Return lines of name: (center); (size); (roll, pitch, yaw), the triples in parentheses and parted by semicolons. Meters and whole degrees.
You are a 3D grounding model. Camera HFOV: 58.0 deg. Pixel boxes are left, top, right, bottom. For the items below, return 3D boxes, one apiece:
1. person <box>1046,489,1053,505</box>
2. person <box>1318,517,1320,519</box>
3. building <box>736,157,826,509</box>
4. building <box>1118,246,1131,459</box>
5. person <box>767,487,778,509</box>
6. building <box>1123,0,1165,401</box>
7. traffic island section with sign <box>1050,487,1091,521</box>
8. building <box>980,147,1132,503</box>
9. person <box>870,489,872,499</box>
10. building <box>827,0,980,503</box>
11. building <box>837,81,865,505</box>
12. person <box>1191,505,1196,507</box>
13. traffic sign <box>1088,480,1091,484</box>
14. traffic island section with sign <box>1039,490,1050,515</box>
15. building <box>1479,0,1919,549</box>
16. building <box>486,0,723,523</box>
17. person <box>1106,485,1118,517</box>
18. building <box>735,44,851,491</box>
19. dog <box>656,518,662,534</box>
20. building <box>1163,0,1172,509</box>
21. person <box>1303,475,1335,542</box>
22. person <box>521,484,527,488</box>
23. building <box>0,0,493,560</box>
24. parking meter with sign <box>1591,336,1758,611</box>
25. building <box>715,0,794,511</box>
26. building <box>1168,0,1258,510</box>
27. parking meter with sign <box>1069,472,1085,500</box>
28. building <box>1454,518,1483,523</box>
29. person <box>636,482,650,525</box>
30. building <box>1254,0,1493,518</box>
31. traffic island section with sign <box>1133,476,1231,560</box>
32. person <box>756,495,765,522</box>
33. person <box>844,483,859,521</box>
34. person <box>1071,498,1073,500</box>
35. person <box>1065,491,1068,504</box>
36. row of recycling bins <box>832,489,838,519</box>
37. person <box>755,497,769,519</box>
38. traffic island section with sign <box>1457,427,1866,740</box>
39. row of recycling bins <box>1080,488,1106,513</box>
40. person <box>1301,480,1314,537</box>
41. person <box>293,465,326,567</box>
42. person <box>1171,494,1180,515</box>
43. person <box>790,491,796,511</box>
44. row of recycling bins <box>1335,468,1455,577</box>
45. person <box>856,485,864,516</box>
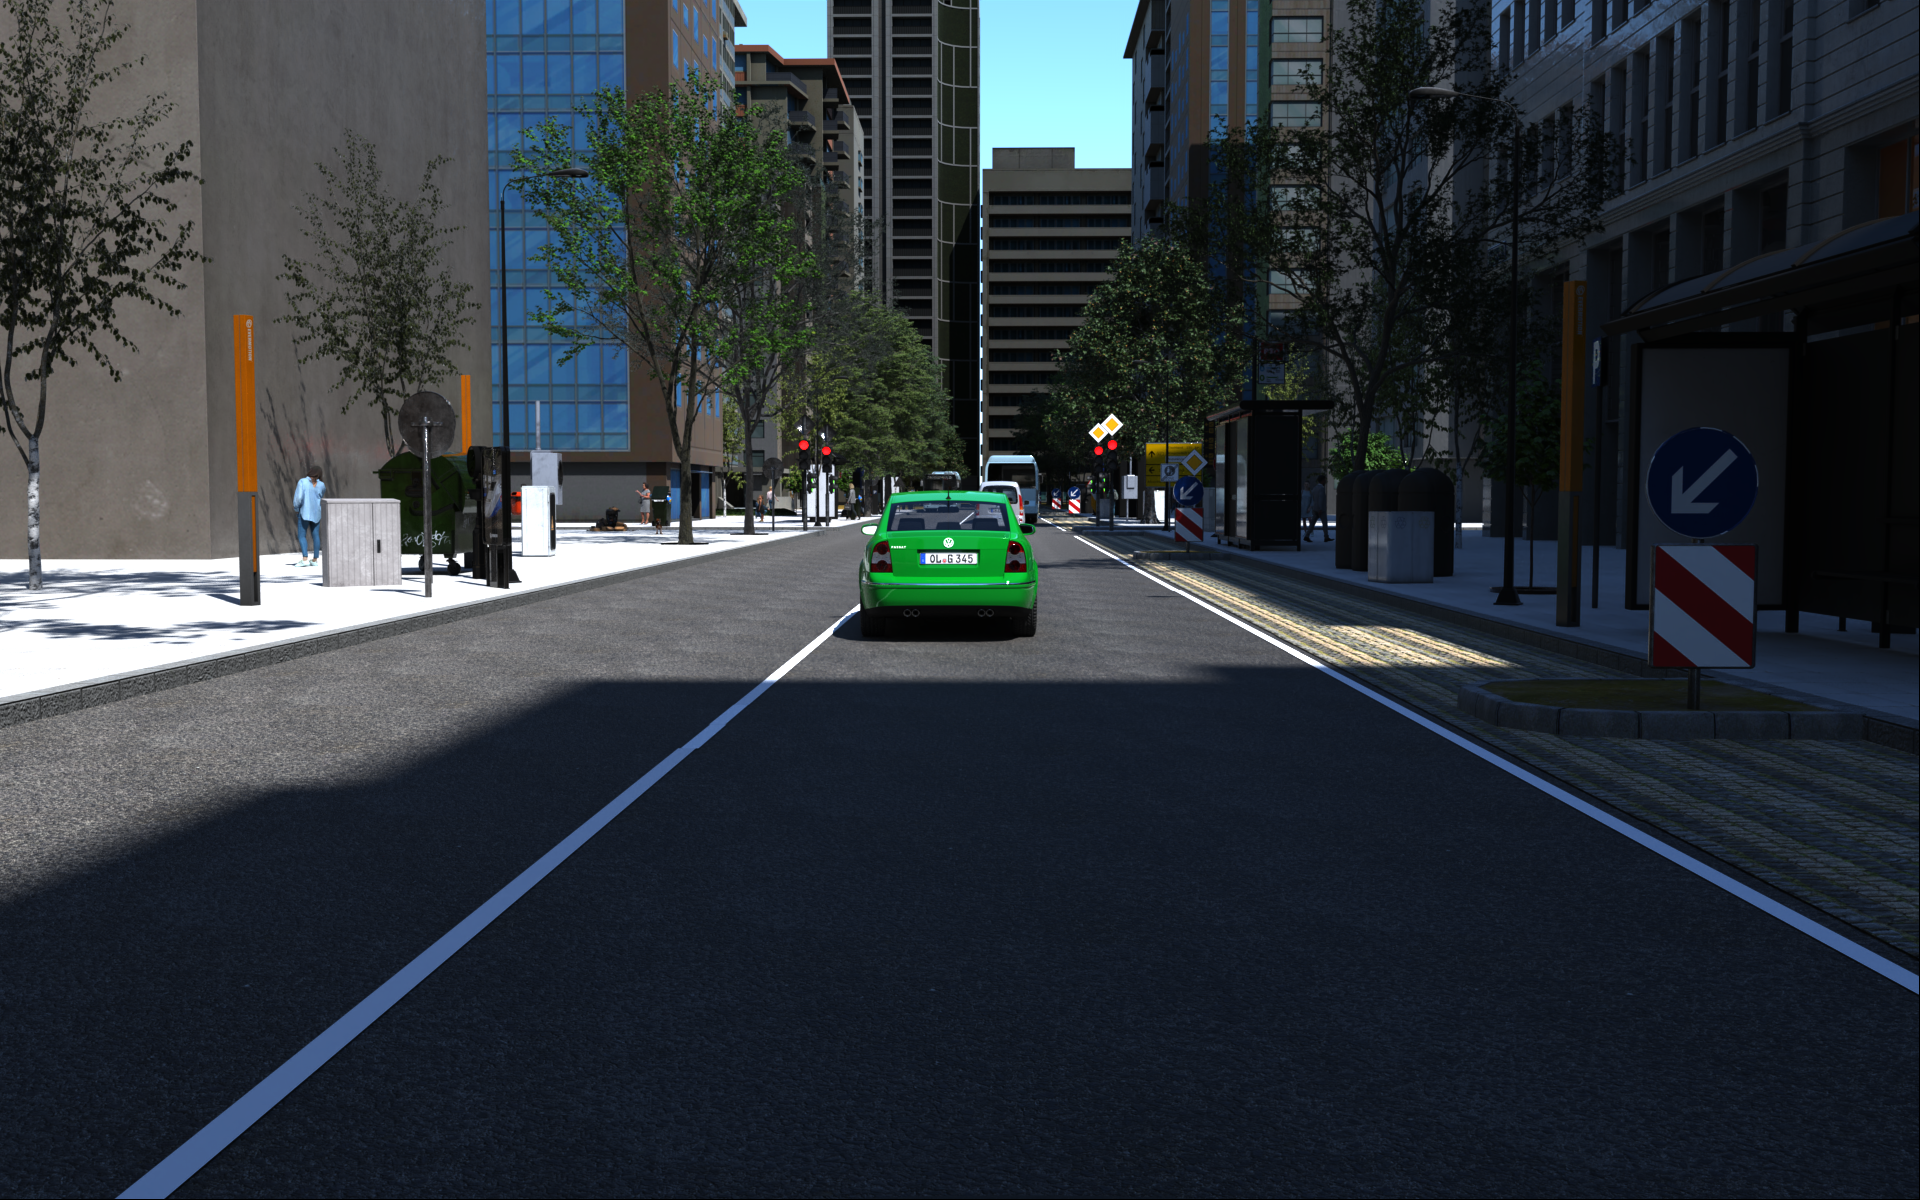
person: (10.410, -11.747, 198.072); (1.348, 1.831, 0.705); (3, 4, 38)
person: (18.837, -5.158, 90.710); (0.599, 1.781, 0.374); (-1, 4, -23)
building: (-19.248, -23.192, 150.886); (14.160, 30.474, 14.107); (0, 4, 1)
building: (25.451, -26.341, 202.379); (14.160, 30.474, 14.107); (0, 4, 1)
person: (-11.255, -5.947, 103.955); (0.731, 1.740, 0.598); (0, 4, -1)
building: (32.220, -36.141, 180.145); (28.713, 52.752, 27.495); (0, 4, 1)
traffic island section with sign: (5.992, -5.159, 92.983); (1.989, 1.847, 2.006); (0, 4, 1)
building: (13.739, -37.987, 244.794); (21.600, 48.544, 21.300); (0, 4, 1)
person: (-8.305, -9.634, 164.380); (1.217, 1.723, 0.721); (3, 4, 38)
building: (-7.533, -49.284, 244.046); (20.611, 71.187, 20.563); (0, 4, 1)
building: (-22.389, -35.299, 200.848); (21.600, 48.544, 21.300); (0, 4, 1)
person: (15.510, -6.537, 114.730); (0.589, 1.601, 0.330); (0, 4, 3)
traffic sign: (9.235, -7.385, 120.753); (0.884, 2.594, 0.081); (1, 4, 11)
traffic island section with sign: (6.547, -6.813, 120.015); (1.989, 1.847, 2.006); (0, 4, 1)
building: (20.850, -15.848, 36.610); (11.434, 29.767, 29.804); (0, 4, 1)
building: (-19.418, -26.433, 82.295); (14.600, 45.320, 14.200); (0, 4, 1)
person: (8.123, -5.335, 93.255); (0.794, 1.824, 0.713); (0, 4, 3)
building: (-22.544, -31.660, 172.264); (22.147, 44.769, 28.867); (0, 4, 1)
dog: (-9.597, -2.343, 55.140); (0.540, 0.507, 0.406); (3, 4, 36)
building: (27.379, -43.879, 155.670); (20.563, 71.187, 20.611); (0, 4, 1)
person: (9.557, -2.434, 46.119); (0.850, 1.792, 0.678); (-1, 4, -17)
person: (-18.303, -4.049, 73.088); (0.643, 1.720, 0.563); (-2, 4, -35)
building: (-31.446, -14.586, 42.993); (34.151, 26.468, 19.350); (0, 4, 1)
parking meter with sign: (7.947, -1.404, 19.224); (1.738, 3.016, 0.543); (1, 4, 11)
building: (-27.973, -25.871, 114.869); (32.217, 40.220, 23.993); (0, 4, 1)
building: (23.850, -29.614, 134.307); (14.600, 45.320, 14.200); (0, 4, 1)
parking meter with sign: (9.319, -8.399, 133.586); (1.738, 3.016, 0.543); (0, 4, -1)
building: (27.429, -24.212, 79.461); (14.086, 41.232, 14.154); (0, 4, 1)
person: (-13.370, -4.068, 72.920); (0.532, 1.782, 0.716); (-3, 5, -44)
building: (26.081, -26.219, 112.280); (14.154, 41.232, 14.086); (0, 4, 1)
traffic island section with sign: (4.843, -1.805, 38.136); (1.989, 1.847, 2.006); (0, 4, 1)
person: (-9.246, -4.255, 80.289); (0.373, 1.253, 0.362); (1, 4, 12)
person: (-5.253, -4.749, 83.867); (0.728, 1.800, 0.709); (1, 4, 19)
person: (14.229, -13.096, 220.128); (0.705, 1.831, 1.348); (-1, 4, -12)
person: (13.392, -12.768, 215.581); (0.721, 1.735, 1.217); (1, 4, 10)
row of recycling bins: (-6.804, -5.057, 89.802); (1.069, 1.692, 3.534); (0, 4, -7)
person: (-10.299, -4.814, 90.244); (0.738, 1.151, 1.012); (2, 4, 31)
traffic island section with sign: (4.289, -0.145, 11.003); (1.989, 1.847, 2.006); (0, 4, 1)
row of recycling bins: (9.213, -6.695, 116.579); (1.069, 1.692, 3.534); (3, 4, 37)
person: (10.502, -2.777, 52.454); (0.512, 1.701, 0.522); (1, 4, 21)
person: (-11.534, -1.493, 30.721); (0.793, 1.790, 0.793); (0, 4, 6)
person: (13.312, -6.139, 107.006); (0.593, 1.750, 0.643); (-2, 4, -25)
person: (-12.987, -7.762, 132.860); (0.836, 1.842, 0.656); (1, 4, 12)
row of recycling bins: (7.069, -1.304, 28.441); (1.069, 1.692, 3.534); (0, 4, -8)
person: (-5.865, -5.763, 100.547); (0.850, 1.792, 0.678); (2, 4, 31)
